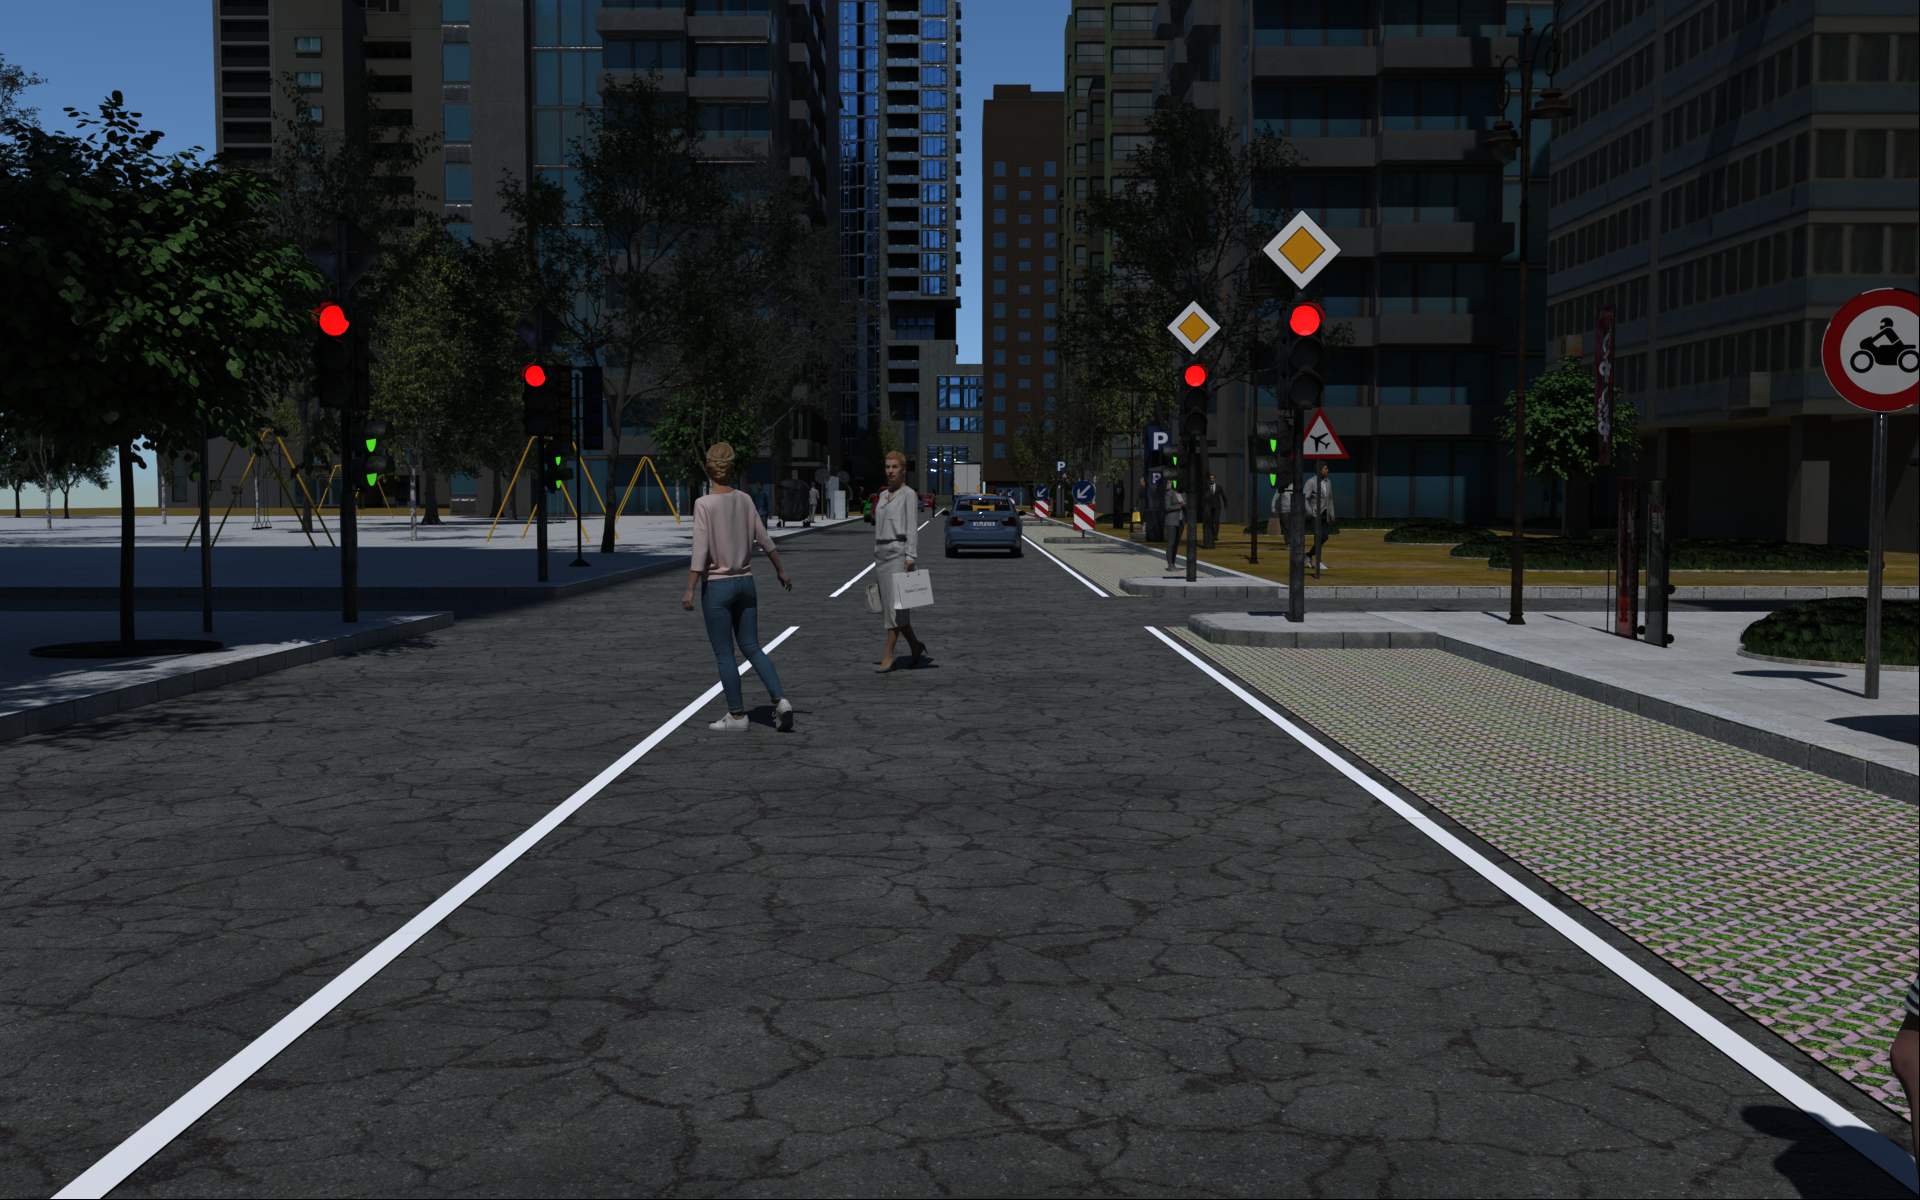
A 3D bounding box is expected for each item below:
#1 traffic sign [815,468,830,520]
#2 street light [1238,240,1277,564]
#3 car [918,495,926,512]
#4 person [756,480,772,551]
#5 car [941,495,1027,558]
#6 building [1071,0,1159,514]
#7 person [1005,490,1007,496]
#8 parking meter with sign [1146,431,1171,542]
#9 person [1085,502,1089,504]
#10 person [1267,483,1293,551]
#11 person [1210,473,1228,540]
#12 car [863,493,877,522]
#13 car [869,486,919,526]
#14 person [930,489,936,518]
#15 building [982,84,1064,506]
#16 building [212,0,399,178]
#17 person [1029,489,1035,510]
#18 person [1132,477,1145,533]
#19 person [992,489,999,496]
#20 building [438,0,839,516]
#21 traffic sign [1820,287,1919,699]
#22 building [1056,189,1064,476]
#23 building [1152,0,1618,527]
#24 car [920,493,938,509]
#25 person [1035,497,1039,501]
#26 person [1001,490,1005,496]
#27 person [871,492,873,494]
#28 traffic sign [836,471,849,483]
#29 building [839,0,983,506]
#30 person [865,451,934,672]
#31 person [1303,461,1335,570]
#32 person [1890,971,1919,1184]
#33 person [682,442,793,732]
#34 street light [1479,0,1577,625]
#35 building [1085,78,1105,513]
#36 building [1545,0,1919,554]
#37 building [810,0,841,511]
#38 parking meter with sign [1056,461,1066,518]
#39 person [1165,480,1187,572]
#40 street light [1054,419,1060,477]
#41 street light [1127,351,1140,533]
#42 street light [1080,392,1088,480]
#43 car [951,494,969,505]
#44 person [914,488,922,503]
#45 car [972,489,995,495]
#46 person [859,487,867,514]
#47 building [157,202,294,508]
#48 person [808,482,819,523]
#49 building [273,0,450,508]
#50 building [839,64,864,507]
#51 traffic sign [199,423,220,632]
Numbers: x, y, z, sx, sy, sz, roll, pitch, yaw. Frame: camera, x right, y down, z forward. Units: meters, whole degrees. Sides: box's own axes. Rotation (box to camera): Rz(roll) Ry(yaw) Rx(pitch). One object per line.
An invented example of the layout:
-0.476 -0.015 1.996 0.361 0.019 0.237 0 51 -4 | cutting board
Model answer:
-6.795 -5.225 85.538 0.768 2.556 0.104 0 4 1 | traffic sign
5.425 -3.608 31.787 0.468 5.910 1.993 0 3 0 | street light
-3.739 -7.722 138.254 2.014 1.417 4.499 0 4 -2 | car
-4.945 -2.132 43.703 0.444 1.785 0.601 -1 4 -21 | person
0.551 -1.732 40.318 2.014 1.417 4.499 0 4 1 | car
15.714 -27.788 137.934 14.154 41.232 14.086 0 3 0 | building
3.841 -8.200 143.098 1.217 1.766 0.721 -1 4 -16 | person
5.367 -3.114 47.176 0.543 3.016 1.738 1 4 13 | parking meter with sign
8.055 -6.387 110.498 1.348 1.821 0.705 0 4 3 | person
7.369 -2.004 39.292 0.782 1.767 0.515 0 4 -3 | person
7.032 -2.577 47.947 0.659 1.850 0.755 1 4 18 | person
-3.989 -4.899 88.900 1.959 1.807 4.718 0 4 0 | car
-3.007 -4.367 80.074 2.281 1.827 5.304 0 4 1 | car
-1.668 -5.716 102.680 0.721 1.735 1.217 0 4 2 | person
9.632 -33.199 192.921 14.200 45.320 14.600 0 3 0 | building
-69.991 -46.291 195.105 20.611 71.187 20.563 0 3 0 | building
5.883 -8.119 139.611 0.721 1.723 1.217 -2 4 -33 | person
6.107 -2.904 53.745 1.509 1.804 0.699 1 4 8 | person
2.732 -7.787 135.823 1.348 1.822 0.705 1 4 14 | person
-20.633 -30.297 114.958 23.786 49.044 30.456 0 3 0 | building
5.721 -0.654 10.792 0.768 2.556 0.104 0 4 6 | traffic sign
16.182 -24.140 166.392 14.160 30.474 14.107 0 3 0 | building
20.917 -28.196 80.612 23.786 49.044 30.456 0 3 0 | building
-3.137 -9.368 162.209 2.155 1.783 4.494 0 4 1 | car
6.386 -8.395 143.329 1.348 1.821 0.705 -3 4 -39 | person
3.535 -7.975 139.435 0.434 1.755 0.990 1 4 16 | person
-7.962 -9.040 157.080 0.421 1.427 0.697 0 4 7 | person
-6.476 -5.828 95.396 0.768 2.556 0.104 0 4 2 | traffic sign
-12.960 -54.086 196.973 31.000 86.520 22.319 0 3 0 | building
-0.472 -0.320 14.079 0.624 1.780 0.694 -2 4 -28 | person
6.067 -1.447 29.554 0.661 1.843 0.795 -2 4 -30 | person
1.766 0.411 2.787 0.522 1.701 0.512 3 5 39 | person
-1.248 -0.077 10.432 0.598 1.740 0.731 2 4 31 | person
5.483 -2.698 16.895 0.468 5.910 1.993 0 3 0 | street light
15.858 -21.545 123.970 14.160 30.474 14.107 0 3 0 | building
29.522 -21.432 42.296 23.993 40.220 32.217 0 3 0 | building
-16.938 -29.801 137.352 14.600 45.320 14.200 0 3 0 | building
5.379 -5.880 92.398 0.543 3.016 1.738 0 4 2 | parking meter with sign
4.031 -1.424 31.969 0.537 1.800 0.526 -2 4 -27 | person
5.587 -7.783 100.040 0.468 5.910 1.993 0 3 0 | street light
5.465 -5.028 54.992 0.468 5.910 1.993 0 3 0 | street light
5.488 -6.393 77.321 0.468 5.910 1.993 0 3 0 | street light
0.284 -7.852 140.377 2.014 1.417 4.499 0 4 1 | car
-2.836 -6.162 109.347 0.705 1.812 1.348 3 5 45 | person
0.968 -3.802 72.391 2.015 1.641 3.980 0 4 -1 | car
-6.297 -6.490 112.682 0.721 1.766 1.217 1 4 18 | person
-67.345 -24.129 166.215 14.107 30.474 14.160 0 3 0 | building
-6.492 -4.309 76.701 0.606 1.804 0.583 1 4 9 | person
-49.496 -32.975 162.850 21.600 48.544 21.300 0 3 0 | building
-24.118 -31.044 162.195 28.867 44.769 22.147 0 3 0 | building
-6.999 -0.974 16.038 0.768 2.556 0.104 0 4 5 | traffic sign
